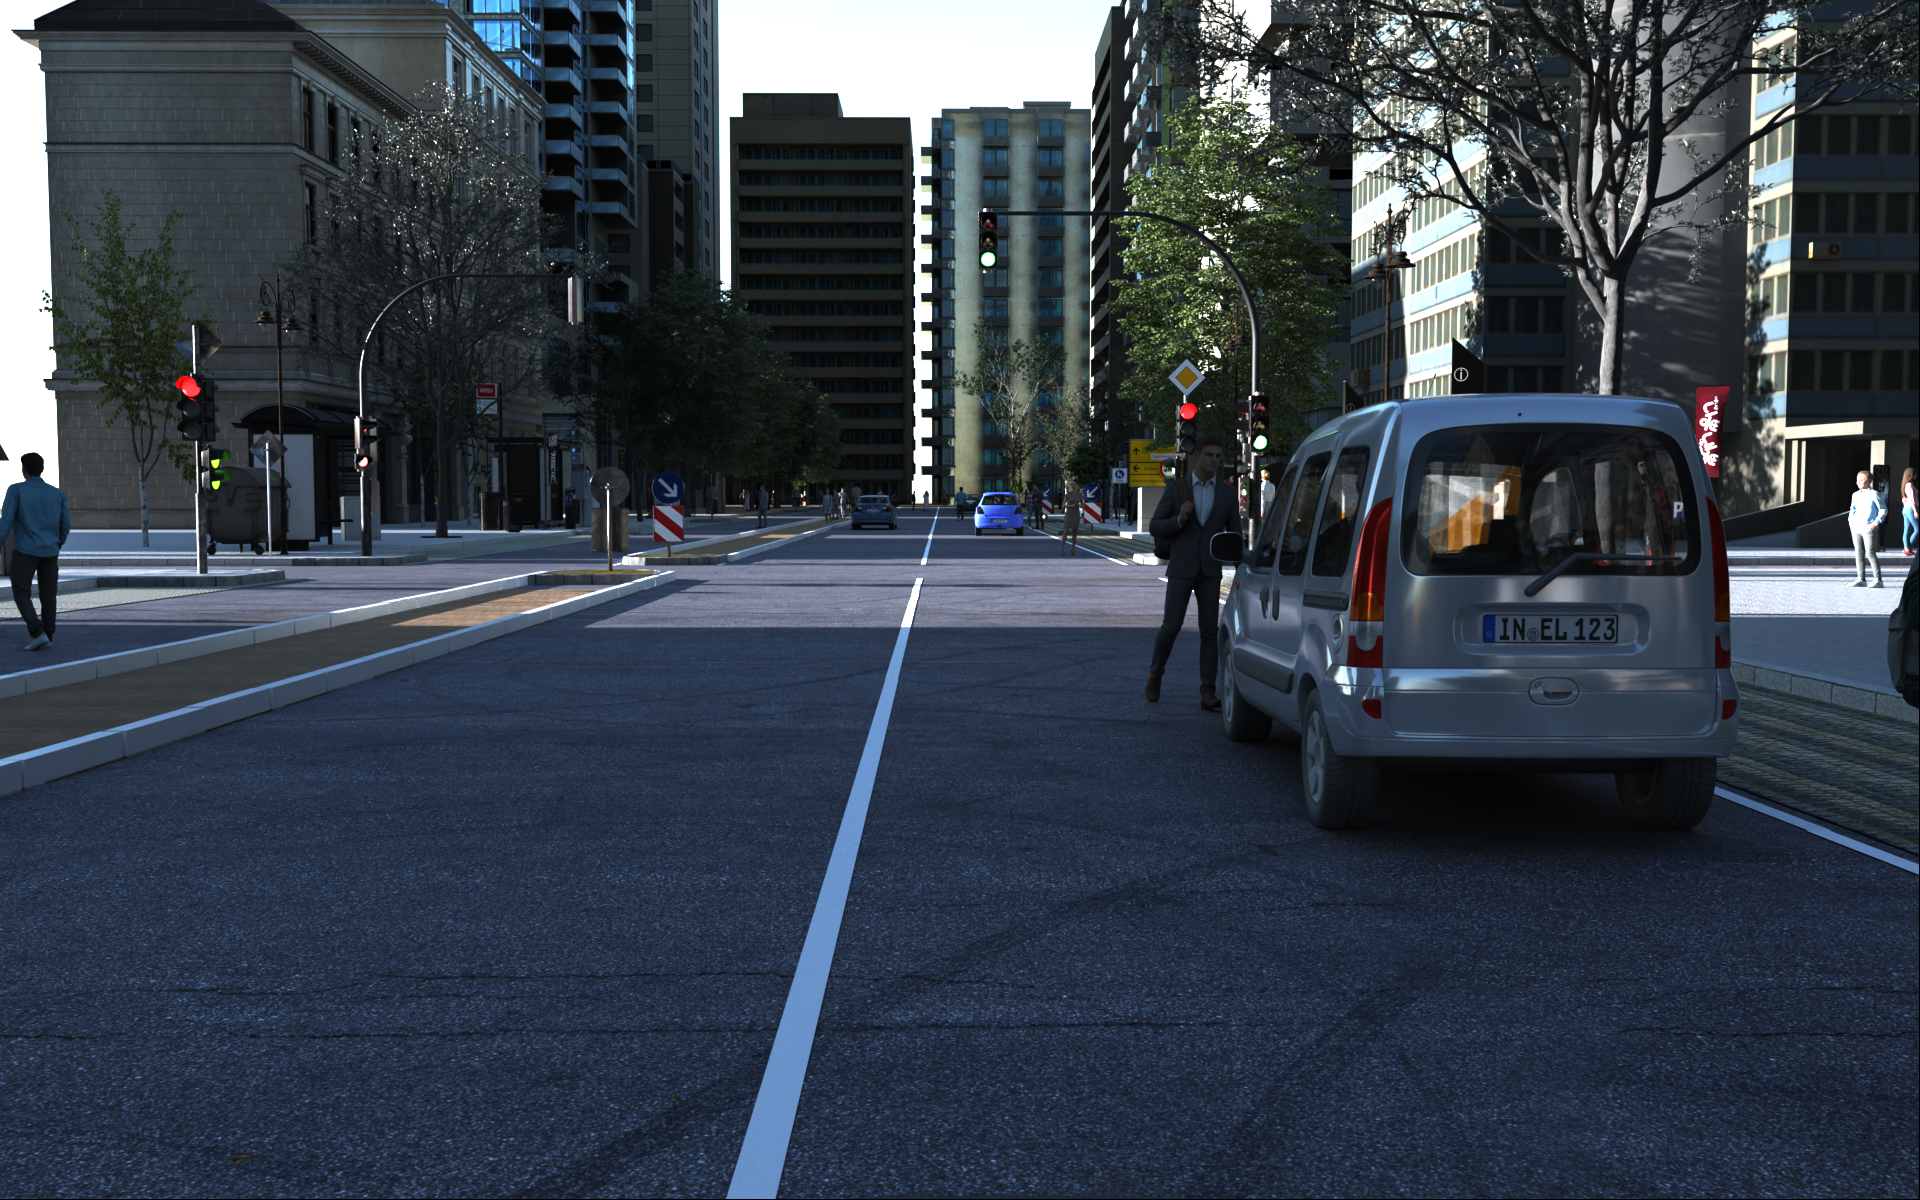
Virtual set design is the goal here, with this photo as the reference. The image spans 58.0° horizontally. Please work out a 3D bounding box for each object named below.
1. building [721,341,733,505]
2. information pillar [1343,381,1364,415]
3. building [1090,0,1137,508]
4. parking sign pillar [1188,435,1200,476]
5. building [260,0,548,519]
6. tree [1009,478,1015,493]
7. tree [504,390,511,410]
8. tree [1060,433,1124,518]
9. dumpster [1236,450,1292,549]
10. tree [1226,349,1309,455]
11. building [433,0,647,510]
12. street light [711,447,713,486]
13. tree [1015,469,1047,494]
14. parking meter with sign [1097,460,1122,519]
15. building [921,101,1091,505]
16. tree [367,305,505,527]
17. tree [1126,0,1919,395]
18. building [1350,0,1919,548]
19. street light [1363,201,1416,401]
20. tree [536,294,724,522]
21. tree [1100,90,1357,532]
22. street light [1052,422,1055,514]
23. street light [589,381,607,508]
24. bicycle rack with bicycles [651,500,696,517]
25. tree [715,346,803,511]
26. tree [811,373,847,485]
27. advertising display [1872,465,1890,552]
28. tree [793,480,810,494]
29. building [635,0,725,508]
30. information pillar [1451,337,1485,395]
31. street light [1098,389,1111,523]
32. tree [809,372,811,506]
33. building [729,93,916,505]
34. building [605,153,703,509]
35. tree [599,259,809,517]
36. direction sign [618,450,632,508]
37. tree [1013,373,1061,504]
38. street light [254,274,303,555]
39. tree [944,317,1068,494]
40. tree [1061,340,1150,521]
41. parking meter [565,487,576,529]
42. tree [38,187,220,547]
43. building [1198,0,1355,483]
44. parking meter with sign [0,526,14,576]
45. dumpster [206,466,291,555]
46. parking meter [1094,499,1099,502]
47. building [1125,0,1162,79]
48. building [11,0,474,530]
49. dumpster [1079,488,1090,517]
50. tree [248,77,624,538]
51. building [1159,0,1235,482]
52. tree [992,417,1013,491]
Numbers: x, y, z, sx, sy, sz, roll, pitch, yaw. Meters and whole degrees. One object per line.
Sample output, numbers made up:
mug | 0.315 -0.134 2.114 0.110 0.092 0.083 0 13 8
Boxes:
building | -42.384 -22.664 215.603 28.899 21.520 27.650 0 4 -1
information pillar | 8.171 -2.737 36.100 0.504 3.616 0.183 -2 4 -24
building | 24.140 -33.248 167.314 21.300 48.544 21.600 0 4 -1
parking sign pillar | 7.606 -4.138 56.120 1.447 3.967 1.447 1 4 18
building | -31.001 -18.802 93.311 13.634 28.700 20.117 0 4 -1
tree | 6.108 -11.184 177.464 1.663 3.219 1.824 0 3 0
tree | -20.398 -7.406 71.449 4.360 8.622 3.978 0 3 0
tree | 7.099 -6.732 93.787 4.285 4.588 4.351 0 3 0
dumpster | 7.133 -2.248 39.243 1.502 2.255 1.985 0 4 -1
tree | 13.876 -7.767 77.359 4.737 8.622 4.395 0 3 0
building | -34.889 -49.684 125.011 22.319 86.520 31.000 0 4 -1
street light | -15.055 -8.090 105.060 0.468 5.910 1.993 0 4 -1
tree | 5.650 -8.459 132.911 1.663 3.219 1.824 0 3 0
parking meter with sign | 7.450 -5.685 89.204 1.738 3.016 0.543 2 4 27
building | 10.457 -36.355 214.006 30.456 49.044 23.786 0 4 -1
tree | -20.440 -7.099 66.438 4.360 8.622 3.978 0 3 0
tree | 6.918 -6.600 18.276 12.009 13.543 11.850 0 3 0
building | 26.675 -22.270 55.998 23.993 40.220 32.217 0 4 -1
street light | 6.826 -3.357 27.680 0.468 5.910 1.993 0 4 -1
tree | -15.021 -8.930 80.420 8.767 10.594 7.601 -2 4 -34
tree | 7.614 -8.028 49.389 7.486 12.596 7.792 0 3 0
street light | 5.950 -8.426 110.558 0.468 5.910 1.993 0 4 -1
street light | -14.773 -5.993 70.776 0.468 5.910 1.993 0 4 -1
bicycle rack with bicycles | -16.442 -5.220 98.721 2.852 0.926 2.925 -1 4 -20
tree | -15.323 -12.982 130.387 7.486 12.596 7.792 0 3 0
tree | -16.598 -15.285 156.559 9.857 13.997 8.962 0 3 0
advertising display | 20.281 -2.015 38.159 0.123 1.923 0.974 3 5 41
tree | -16.664 -11.347 180.121 1.663 3.219 1.824 0 3 0
building | -34.619 -44.616 167.716 20.611 71.187 20.563 0 4 -1
information pillar | 7.546 -2.109 25.845 0.504 3.616 0.183 1 4 20
street light | 6.322 -6.318 76.092 0.468 5.910 1.993 0 4 -1
tree | -15.340 -12.493 110.914 9.857 13.997 8.962 0 3 0
building | -16.370 -36.044 213.027 21.600 48.544 21.300 0 4 -1
building | -30.261 -23.104 149.445 14.160 30.474 14.107 0 4 -1
tree | -15.229 -11.583 96.029 9.857 13.997 8.962 0 3 0
direction sign | -17.141 -5.915 88.714 0.379 3.537 0.876 3 4 38
tree | 6.182 -9.356 103.325 4.360 8.622 3.978 0 3 0
street light | -14.308 -3.896 36.495 0.468 5.910 1.993 0 4 -1
tree | 4.332 -20.206 186.257 12.611 20.169 13.585 0 3 0
tree | 7.261 -8.142 83.490 4.360 8.622 3.978 0 3 0
parking meter | -14.310 -3.376 63.602 0.372 1.533 0.369 0 3 0
tree | -19.776 -5.588 41.728 4.737 8.622 4.395 0 3 0
building | 28.738 -31.049 96.894 28.713 52.752 27.495 0 4 -1
parking meter with sign | -15.326 -1.853 26.550 0.543 3.016 1.738 3 5 40
dumpster | -15.281 -1.919 37.128 1.264 1.857 1.865 0 4 -1
parking meter | 6.189 -4.337 79.328 0.372 1.533 0.369 0 3 0
building | 25.293 -31.910 141.329 23.786 49.044 30.456 0 4 -1
building | -28.225 -12.992 63.336 10.553 20.767 40.483 0 4 -1
dumpster | 7.497 -5.802 97.354 1.502 2.255 1.985 0 4 -1
tree | -15.090 -8.571 50.513 12.009 13.543 11.850 0 3 0
building | 20.639 -26.648 119.290 14.154 41.232 14.086 0 4 -1
tree | 5.246 -12.833 160.185 4.360 8.622 3.978 0 3 0
